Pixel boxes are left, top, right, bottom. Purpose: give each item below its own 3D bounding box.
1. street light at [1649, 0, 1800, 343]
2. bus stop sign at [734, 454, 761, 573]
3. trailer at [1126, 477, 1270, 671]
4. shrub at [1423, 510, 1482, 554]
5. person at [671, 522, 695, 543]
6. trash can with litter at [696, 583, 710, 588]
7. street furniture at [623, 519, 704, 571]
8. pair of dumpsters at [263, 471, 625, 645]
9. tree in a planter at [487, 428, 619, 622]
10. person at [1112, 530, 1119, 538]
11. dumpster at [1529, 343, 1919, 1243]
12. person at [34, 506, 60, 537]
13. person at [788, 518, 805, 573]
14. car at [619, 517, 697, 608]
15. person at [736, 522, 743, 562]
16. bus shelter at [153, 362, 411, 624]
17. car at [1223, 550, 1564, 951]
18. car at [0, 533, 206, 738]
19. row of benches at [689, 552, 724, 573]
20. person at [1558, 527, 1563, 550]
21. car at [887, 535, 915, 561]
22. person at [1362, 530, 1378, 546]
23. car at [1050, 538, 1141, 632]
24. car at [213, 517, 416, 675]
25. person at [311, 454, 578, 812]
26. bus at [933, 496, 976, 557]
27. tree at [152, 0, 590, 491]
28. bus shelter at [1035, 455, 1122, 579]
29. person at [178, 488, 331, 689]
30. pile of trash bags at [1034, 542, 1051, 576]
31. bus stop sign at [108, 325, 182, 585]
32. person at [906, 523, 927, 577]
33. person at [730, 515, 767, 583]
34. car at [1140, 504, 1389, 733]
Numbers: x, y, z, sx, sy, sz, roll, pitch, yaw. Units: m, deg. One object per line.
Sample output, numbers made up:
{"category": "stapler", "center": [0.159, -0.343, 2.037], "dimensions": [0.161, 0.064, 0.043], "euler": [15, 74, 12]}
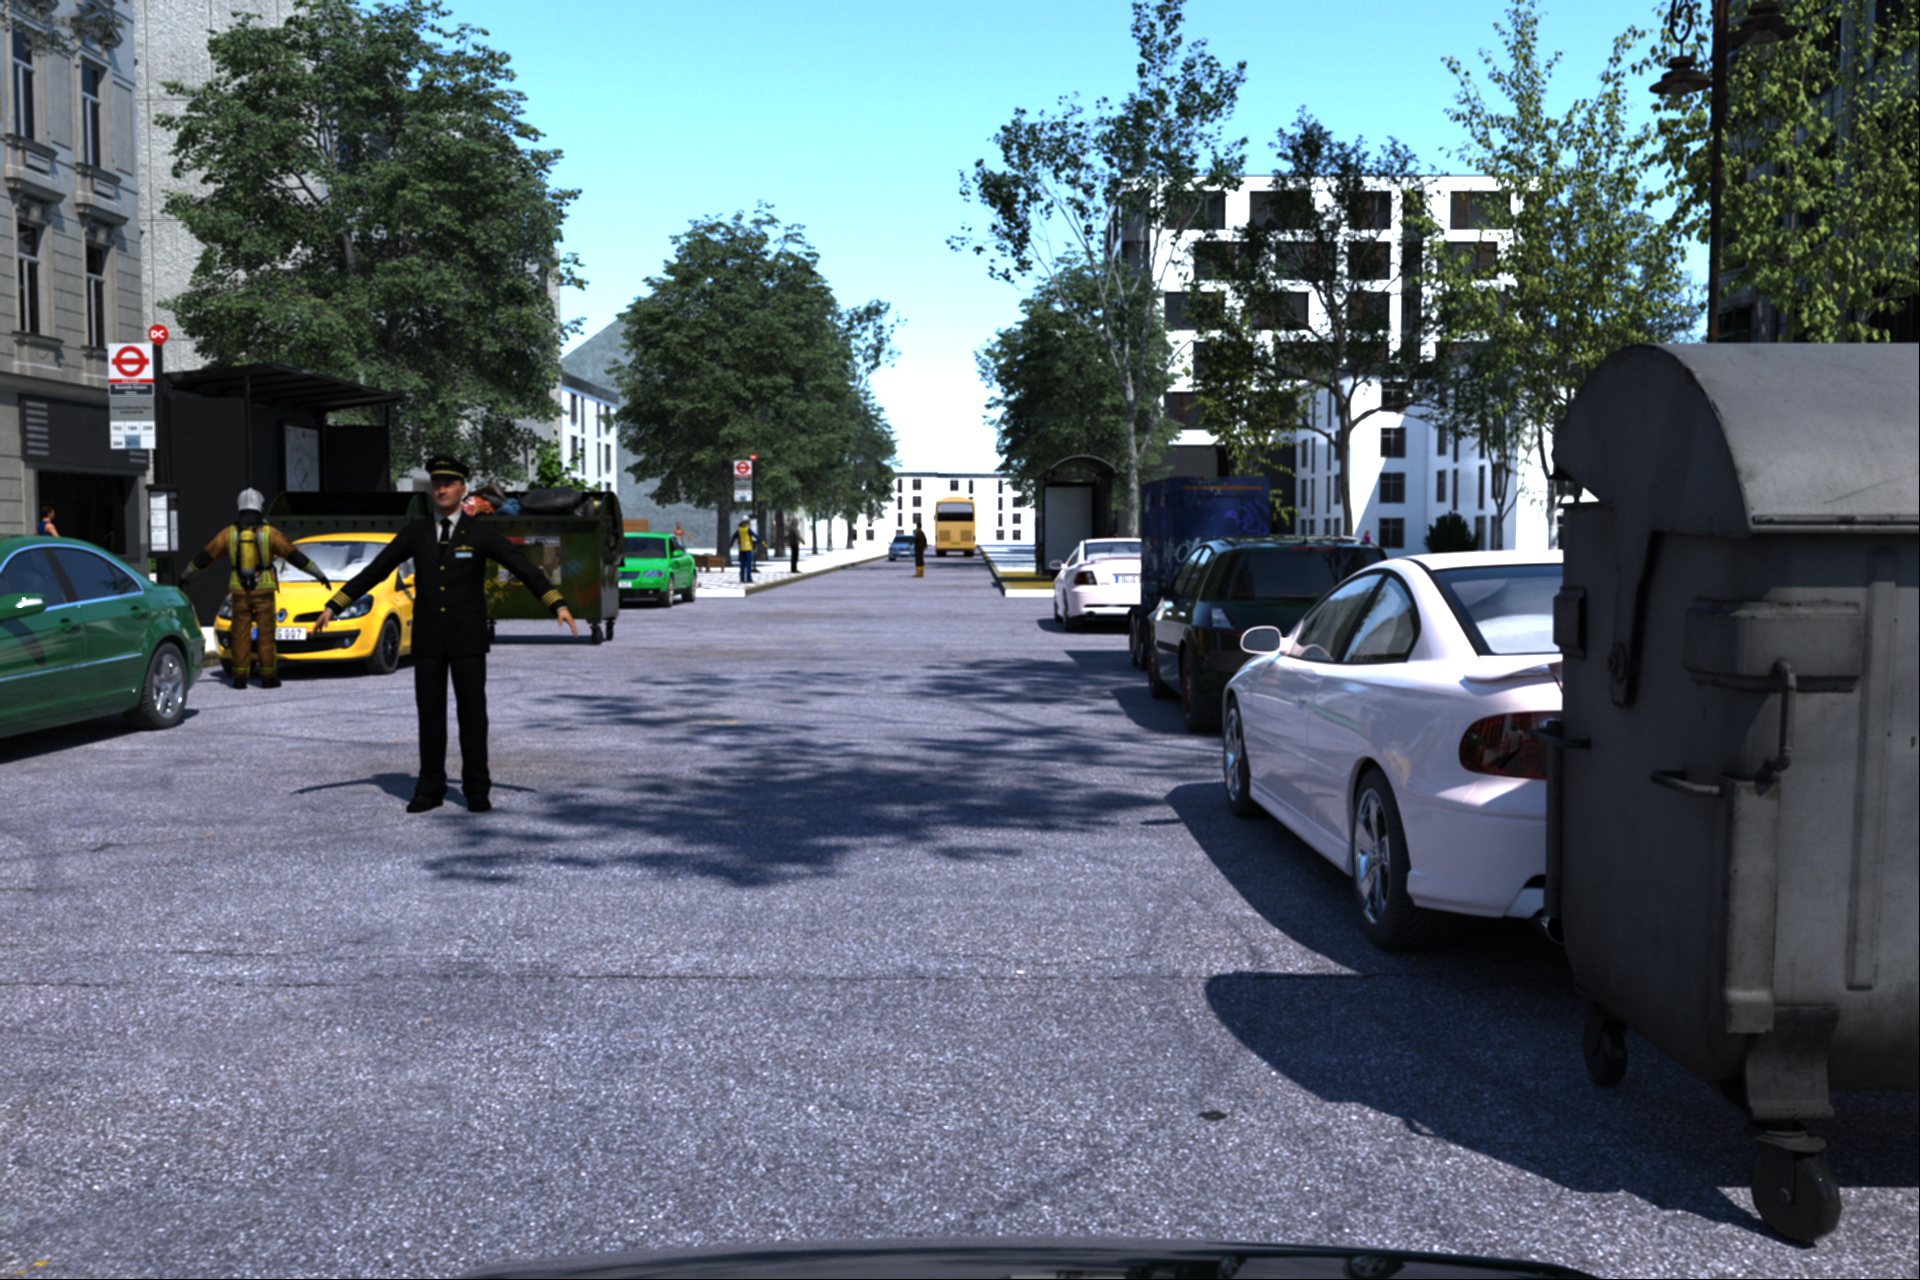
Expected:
{"category": "street light", "center": [5.689, -2.465, 13.086], "dimensions": [0.468, 5.910, 1.993], "euler": [0, 4, 0]}
{"category": "bus stop sign", "center": [-7.048, -4.202, 57.413], "dimensions": [0.855, 3.939, 0.416], "euler": [0, 4, 1]}
{"category": "trailer", "center": [2.568, -0.742, 19.187], "dimensions": [1.471, 1.999, 3.904], "euler": [0, 4, -1]}
{"category": "shrub", "center": [14.687, -2.892, 51.698], "dimensions": [1.690, 2.028, 1.600], "euler": [0, 3, 0]}
{"category": "person", "center": [-10.591, -3.576, 65.272], "dimensions": [1.217, 1.733, 0.721], "euler": [-1, 4, -14]}
{"category": "trash can with litter", "center": [-6.737, -1.886, 41.901], "dimensions": [1.678, 1.210, 2.233], "euler": [0, 4, 2]}
{"category": "street furniture", "center": [-12.055, -2.596, 49.300], "dimensions": [11.010, 1.723, 9.812], "euler": [1, 4, 20]}
{"category": "pair of dumpsters", "center": [-6.720, -1.086, 22.712], "dimensions": [4.436, 2.255, 1.574], "euler": [0, 4, 0]}
{"category": "tree in a planter", "center": [-6.862, -1.959, 29.253], "dimensions": [1.991, 3.239, 1.994], "euler": [0, 4, 1]}
{"category": "person", "center": [6.157, -4.068, 72.660], "dimensions": [1.345, 1.843, 0.704], "euler": [-1, 4, -21]}
{"category": "dumpster", "center": [2.388, 0.260, 3.969], "dimensions": [1.865, 1.857, 1.264], "euler": [0, 4, 0]}
{"category": "person", "center": [-17.431, -1.652, 33.180], "dimensions": [1.345, 1.807, 0.704], "euler": [3, 4, 36]}
{"category": "person", "center": [-5.416, -3.117, 57.087], "dimensions": [0.705, 1.813, 1.348], "euler": [-2, 4, -24]}
{"category": "car", "center": [-6.482, -1.608, 35.084], "dimensions": [1.959, 1.807, 4.718], "euler": [0, 4, 0]}
{"category": "person", "center": [-9.879, -4.428, 78.577], "dimensions": [0.705, 1.806, 1.347], "euler": [1, 4, 20]}
{"category": "bus shelter", "center": [-10.236, -2.167, 26.719], "dimensions": [1.731, 3.624, 6.357], "euler": [0, 4, -1]}
{"category": "car", "center": [2.323, 0.306, 7.352], "dimensions": [2.083, 1.381, 4.827], "euler": [0, 4, -1]}
{"category": "car", "center": [-6.726, 0.026, 11.372], "dimensions": [2.131, 1.459, 4.920], "euler": [0, 4, 0]}
{"category": "row of benches", "center": [-9.453, -2.681, 59.296], "dimensions": [1.422, 0.672, 4.104], "euler": [-3, 5, -40]}
{"category": "person", "center": [16.743, -2.546, 47.483], "dimensions": [1.347, 1.847, 0.705], "euler": [-1, 4, -16]}
{"category": "car", "center": [-2.850, -4.901, 92.130], "dimensions": [2.014, 1.417, 4.499], "euler": [0, 4, 1]}
{"category": "person", "center": [16.795, -3.788, 71.206], "dimensions": [0.599, 1.433, 0.991], "euler": [-2, 4, -35]}
{"category": "car", "center": [2.457, -0.885, 26.825], "dimensions": [2.083, 1.381, 4.827], "euler": [0, 4, 0]}
{"category": "car", "center": [-6.632, -0.528, 18.861], "dimensions": [2.015, 1.641, 3.980], "euler": [0, 4, 1]}
{"category": "person", "center": [-2.656, -0.037, 8.999], "dimensions": [1.347, 1.837, 0.705], "euler": [0, 4, -4]}
{"category": "bus", "center": [-0.323, -7.349, 111.703], "dimensions": [2.896, 3.916, 12.252], "euler": [0, 4, 0]}
{"category": "tree", "center": [-13.121, -8.106, 39.185], "dimensions": [9.857, 13.997, 8.962], "euler": [0, 3, 0]}
{"category": "bus shelter", "center": [3.134, -3.239, 46.882], "dimensions": [2.014, 3.302, 5.546], "euler": [0, 4, 0]}
{"category": "person", "center": [-6.565, -0.481, 16.093], "dimensions": [1.354, 1.858, 0.705], "euler": [-1, 4, -12]}
{"category": "pile of trash bags", "center": [3.269, -2.711, 54.085], "dimensions": [1.912, 1.369, 3.447], "euler": [0, 4, 0]}
{"category": "bus stop sign", "center": [-10.419, -2.046, 22.149], "dimensions": [0.855, 3.939, 0.416], "euler": [0, 4, 0]}
{"category": "person", "center": [-1.382, -3.003, 57.689], "dimensions": [0.704, 1.812, 1.346], "euler": [2, 4, 27]}
{"category": "person", "center": [-5.541, -2.373, 45.266], "dimensions": [1.216, 1.772, 0.721], "euler": [2, 4, 33]}
{"category": "car", "center": [2.497, -0.250, 13.881], "dimensions": [2.009, 1.686, 4.222], "euler": [0, 4, 1]}
